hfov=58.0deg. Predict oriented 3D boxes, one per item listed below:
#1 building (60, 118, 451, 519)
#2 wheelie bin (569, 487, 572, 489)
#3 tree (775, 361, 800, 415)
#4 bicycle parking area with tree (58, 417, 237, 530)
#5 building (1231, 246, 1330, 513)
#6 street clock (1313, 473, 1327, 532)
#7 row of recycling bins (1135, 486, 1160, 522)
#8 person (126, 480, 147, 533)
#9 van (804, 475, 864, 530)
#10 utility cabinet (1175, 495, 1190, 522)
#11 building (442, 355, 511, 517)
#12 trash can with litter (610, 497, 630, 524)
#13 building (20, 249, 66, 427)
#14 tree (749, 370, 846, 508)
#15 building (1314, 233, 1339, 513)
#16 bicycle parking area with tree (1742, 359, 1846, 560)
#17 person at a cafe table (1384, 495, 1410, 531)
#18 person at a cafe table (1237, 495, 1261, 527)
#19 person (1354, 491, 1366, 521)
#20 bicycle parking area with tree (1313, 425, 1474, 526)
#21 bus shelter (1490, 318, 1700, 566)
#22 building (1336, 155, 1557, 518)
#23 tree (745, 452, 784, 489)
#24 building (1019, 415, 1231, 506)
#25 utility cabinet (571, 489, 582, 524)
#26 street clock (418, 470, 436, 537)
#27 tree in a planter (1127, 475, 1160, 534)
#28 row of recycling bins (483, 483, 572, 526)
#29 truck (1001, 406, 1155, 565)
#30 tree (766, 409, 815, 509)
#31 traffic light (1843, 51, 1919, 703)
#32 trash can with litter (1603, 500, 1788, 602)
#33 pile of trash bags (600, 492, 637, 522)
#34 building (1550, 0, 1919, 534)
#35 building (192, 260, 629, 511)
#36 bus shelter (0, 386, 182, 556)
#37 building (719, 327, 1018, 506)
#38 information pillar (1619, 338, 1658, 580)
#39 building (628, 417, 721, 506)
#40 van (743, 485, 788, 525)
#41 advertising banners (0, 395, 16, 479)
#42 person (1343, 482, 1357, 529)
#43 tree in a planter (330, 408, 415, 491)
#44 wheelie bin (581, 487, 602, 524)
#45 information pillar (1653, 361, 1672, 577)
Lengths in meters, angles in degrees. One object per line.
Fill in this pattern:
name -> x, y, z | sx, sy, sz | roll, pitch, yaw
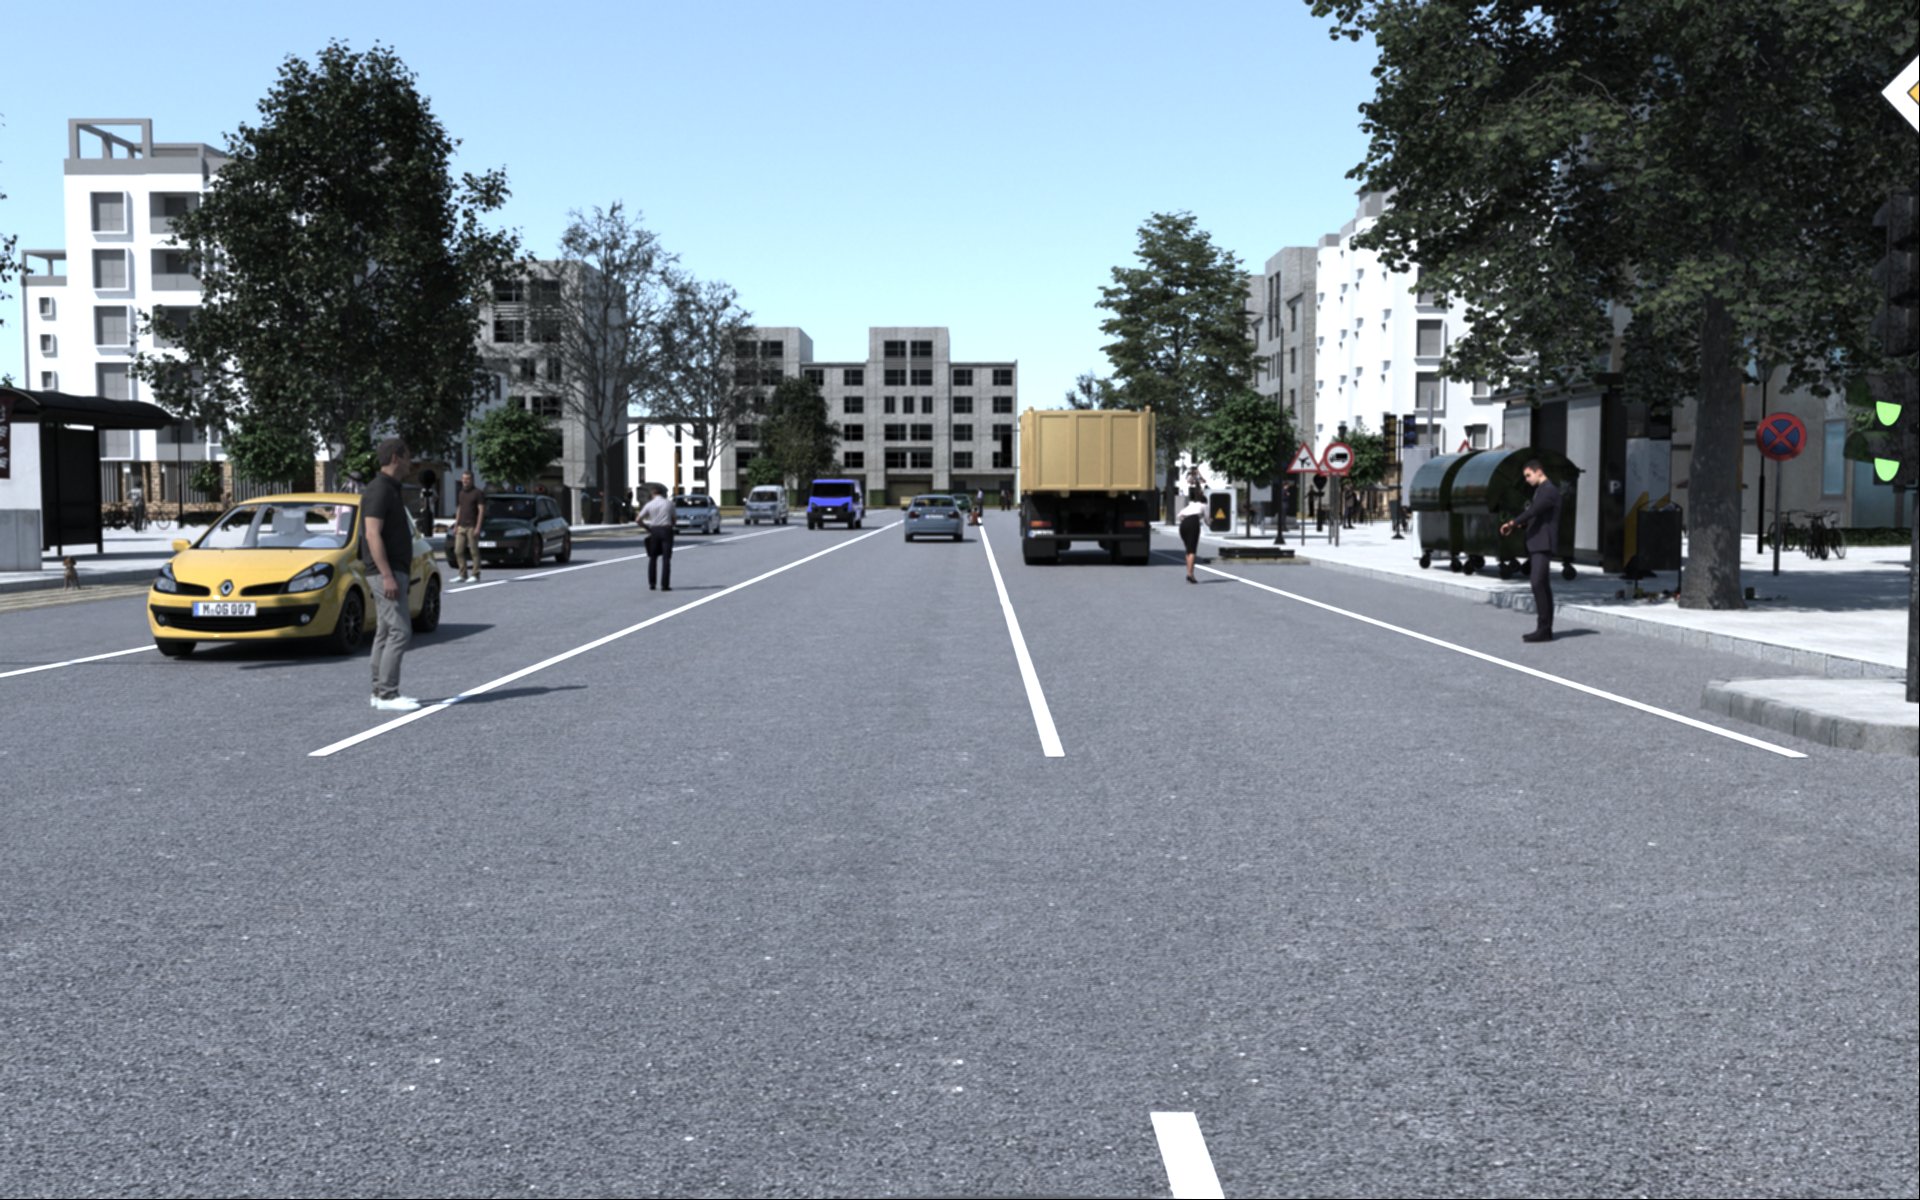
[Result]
building -> -36.639, -14.417, 92.143 | 16.016, 20.091, 11.380 | 0, 4, 0
wheelie bin -> -17.734, -4.267, 77.666 | 0.980, 1.594, 0.693 | -2, 4, -35
tree -> -14.218, -11.454, 97.639 | 12.009, 13.543, 11.850 | 0, 3, 0
bicycle parking area with tree -> -31.736, -4.781, 65.180 | 8.231, 4.147, 9.016 | 2, 4, 27
building -> 31.546, -16.258, 132.281 | 16.747, 18.905, 31.486 | 0, 4, 0
street clock -> 12.296, -3.339, 59.170 | 0.471, 2.002, 0.358 | 1, 4, 13
row of recycling bins -> 8.776, -4.539, 81.330 | 1.069, 1.692, 3.534 | 1, 4, 13
person -> -27.212, -3.093, 57.335 | 0.841, 1.734, 0.376 | 3, 4, 38
van -> -5.128, -4.093, 71.302 | 2.240, 2.365, 5.245 | 0, 4, 1
utility cabinet -> 10.248, -4.257, 80.770 | 0.306, 1.237, 1.020 | -3, 4, -36
building -> -33.590, -10.397, 112.132 | 9.099, 9.664, 28.070 | 0, 4, 0
trash can with litter -> -14.767, -3.912, 75.345 | 1.055, 1.170, 0.624 | 3, 4, 37
building -> -66.355, -17.387, 140.698 | 11.380, 20.091, 16.016 | 0, 4, 0
tree -> -14.924, -14.851, 159.816 | 9.611, 12.733, 9.660 | 0, 3, 0
building -> 31.207, -15.562, 110.853 | 16.016, 20.091, 11.380 | 0, 4, 0
bicycle parking area with tree -> 19.644, -3.005, 36.133 | 8.231, 4.147, 9.016 | 3, 4, 37
person at a cafe table -> 15.537, -3.017, 60.187 | 1.698, 1.238, 1.726 | 3, 5, 45
person at a cafe table -> 11.584, -3.442, 67.145 | 1.726, 1.238, 1.698 | 2, 4, 24
person -> 18.840, -4.425, 81.584 | 0.799, 1.438, 0.628 | 3, 5, 41
bicycle parking area with tree -> 18.650, -5.240, 72.674 | 8.231, 4.147, 9.016 | 1, 4, 20
bus shelter -> 11.983, -3.454, 34.105 | 2.179, 5.291, 8.768 | 0, 4, 0
building -> 30.969, -14.834, 98.955 | 16.016, 20.091, 11.380 | 0, 4, 0
tree -> -15.408, -9.322, 136.120 | 4.285, 4.588, 4.351 | 0, 3, 0
building -> 20.428, -15.054, 188.280 | 28.070, 9.664, 9.099 | 0, 4, 0
utility cabinet -> -16.141, -3.903, 72.491 | 0.318, 1.500, 1.173 | -2, 4, -28
street clock -> -15.788, -2.863, 51.373 | 0.358, 2.002, 0.471 | 2, 4, 33
tree in a planter -> 6.260, -4.060, 63.610 | 1.991, 3.239, 1.994 | 0, 4, 0
row of recycling bins -> -16.979, -3.720, 67.941 | 3.534, 1.692, 1.069 | -3, 4, -36
truck -> 2.641, -2.604, 38.496 | 3.469, 3.379, 9.791 | 0, 4, 1
tree -> -14.694, -12.228, 150.297 | 4.737, 8.622, 4.395 | 0, 3, 0
traffic light -> 5.902, -1.324, 10.574 | 0.839, 4.253, 0.868 | 0, 4, 0
trash can with litter -> 8.953, -0.615, 21.115 | 2.233, 1.210, 1.678 | 1, 4, 13
pile of trash bags -> -16.052, -4.264, 79.476 | 1.912, 1.369, 3.447 | 0, 4, 7
building -> 35.325, -27.034, 61.609 | 23.786, 49.044, 30.456 | 0, 4, 0
building -> -44.147, -16.699, 139.482 | 31.486, 18.905, 16.747 | 0, 4, 0
bus shelter -> -17.965, -2.516, 35.063 | 2.014, 3.302, 5.546 | 0, 4, 0
building -> -9.590, -19.867, 191.275 | 31.486, 18.905, 16.747 | 0, 4, 0
information pillar -> 10.089, -2.107, 25.810 | 0.183, 3.616, 0.504 | -1, 4, -11
building -> -39.503, -15.073, 188.593 | 28.070, 9.664, 9.099 | 0, 4, 0
van -> -9.190, -4.594, 82.116 | 2.013, 2.044, 4.112 | 0, 4, 1
advertising banners -> -17.444, -2.067, 29.989 | 2.074, 3.025, 0.090 | -3, 5, -43
person -> 14.389, -3.485, 63.843 | 0.431, 1.722, 0.655 | 3, 4, 38
tree in a planter -> -12.392, -2.370, 35.966 | 1.991, 3.239, 1.994 | 0, 4, 0
wheelie bin -> -15.785, -4.048, 74.093 | 0.693, 1.594, 0.980 | 2, 4, 35
information pillar -> 10.663, -2.160, 26.665 | 0.504, 3.616, 0.183 | 1, 4, 10
